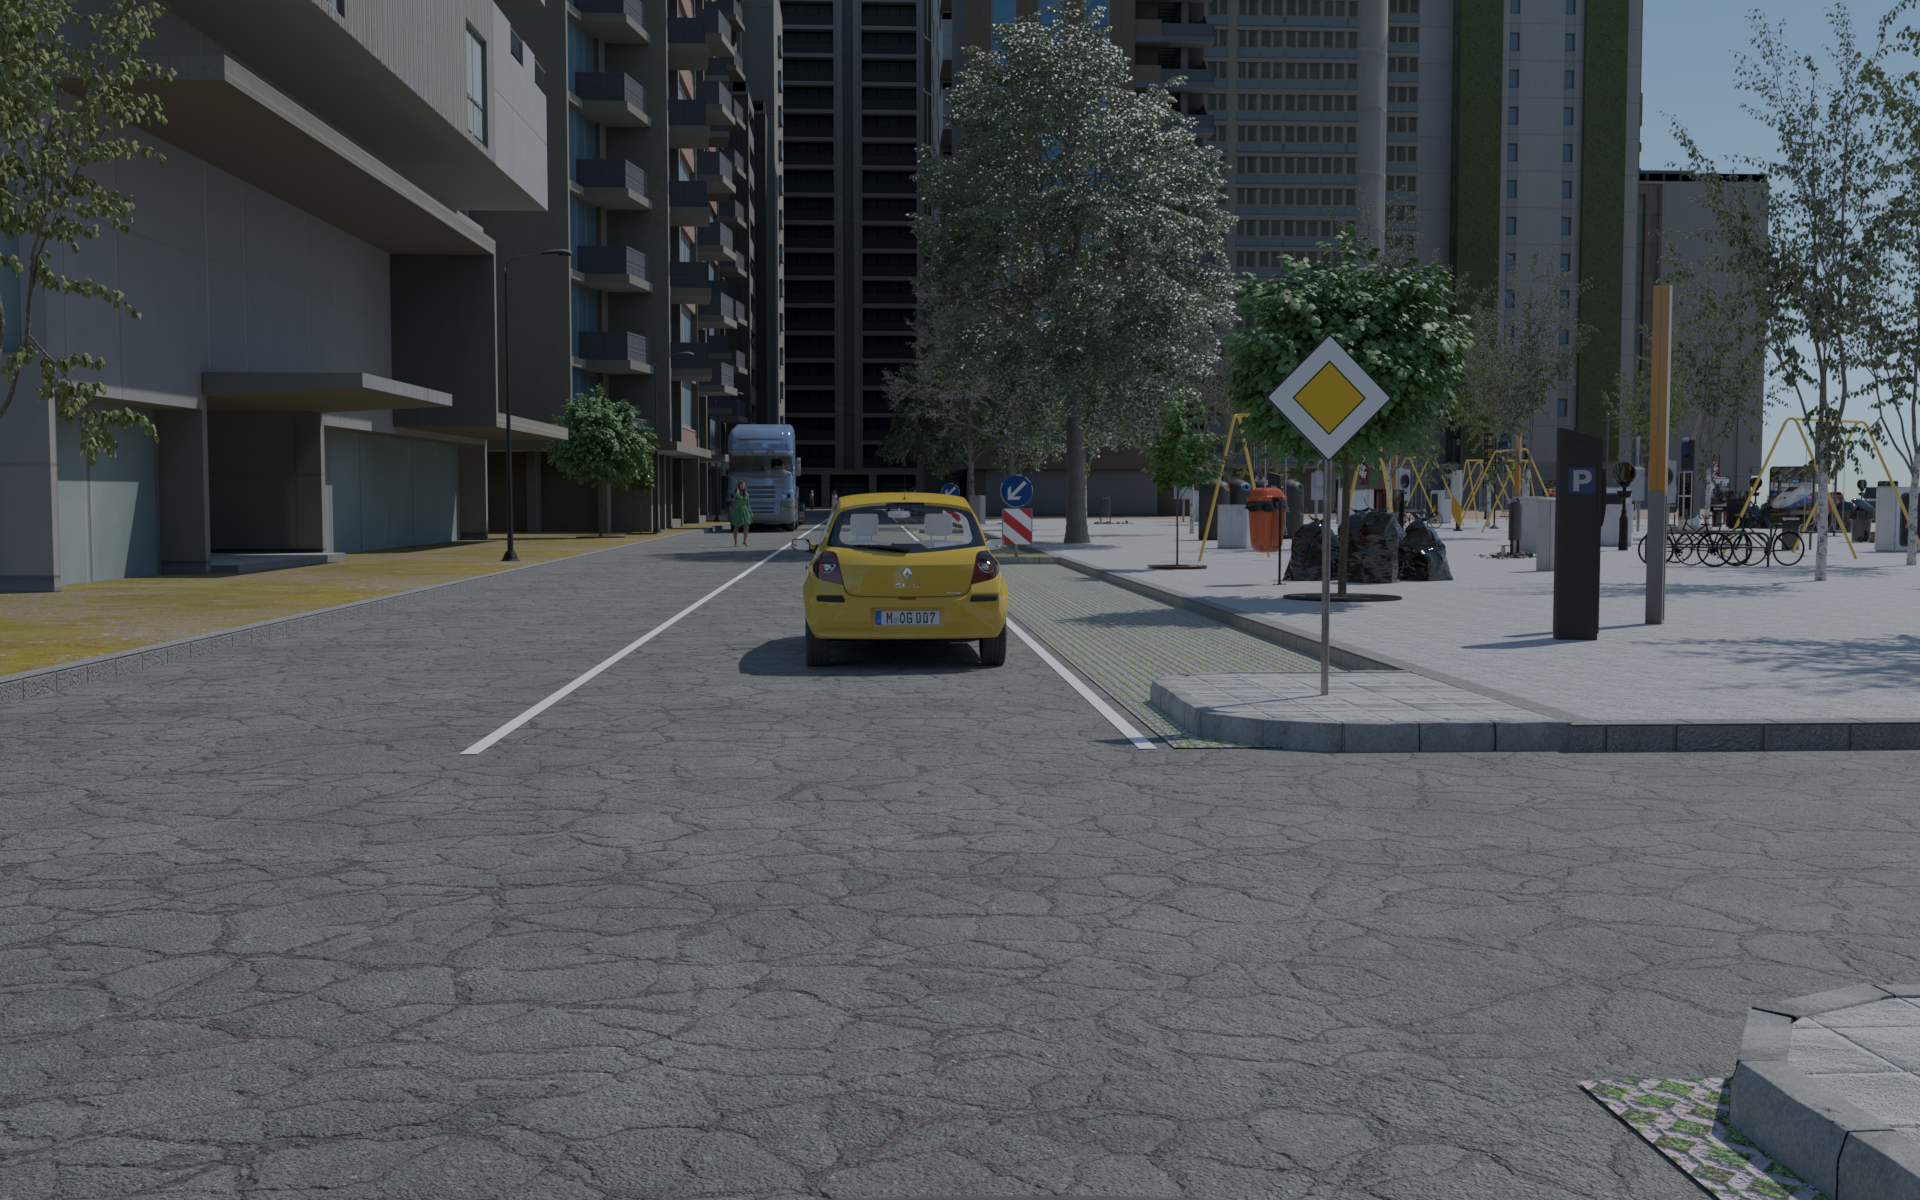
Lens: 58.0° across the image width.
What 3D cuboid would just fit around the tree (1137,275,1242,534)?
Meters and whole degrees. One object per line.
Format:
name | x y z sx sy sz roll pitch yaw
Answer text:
tree | 7.379 -6.443 55.713 4.360 8.622 3.978 0 3 0

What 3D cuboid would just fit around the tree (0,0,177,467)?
tree | -8.633 -3.946 14.884 4.737 8.622 4.395 0 3 0

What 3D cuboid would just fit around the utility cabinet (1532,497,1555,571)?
utility cabinet | 10.119 -1.096 29.075 1.020 1.237 0.306 -2 4 -34

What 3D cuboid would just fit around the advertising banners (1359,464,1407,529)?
advertising banners | 12.201 -3.305 50.227 0.090 3.025 2.074 -2 4 -29

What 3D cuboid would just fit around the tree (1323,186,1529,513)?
tree | 10.450 -5.568 41.392 4.360 8.622 3.978 0 3 0

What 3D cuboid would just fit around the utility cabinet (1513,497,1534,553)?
utility cabinet | 12.619 -1.633 37.865 1.020 1.237 0.306 1 4 17

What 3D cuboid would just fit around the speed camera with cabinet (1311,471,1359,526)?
speed camera with cabinet | 15.168 -4.601 69.554 2.038 3.252 0.660 1 4 17

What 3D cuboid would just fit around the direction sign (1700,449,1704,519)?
direction sign | 37.467 -5.854 87.717 0.379 3.537 0.876 0 4 5

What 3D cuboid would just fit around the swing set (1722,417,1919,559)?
swing set | 17.940 -2.351 36.052 3.119 2.851 2.862 -3 4 -36

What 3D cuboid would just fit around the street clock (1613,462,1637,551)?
street clock | 15.078 -2.126 39.326 0.471 2.002 0.358 2 4 30

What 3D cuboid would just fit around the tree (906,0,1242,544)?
tree | 3.075 -8.443 44.693 9.857 13.997 8.962 0 3 0

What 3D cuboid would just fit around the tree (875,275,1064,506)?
tree | 0.428 -10.412 87.247 9.611 12.733 9.660 0 3 0

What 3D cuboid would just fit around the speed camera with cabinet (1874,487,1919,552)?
speed camera with cabinet | 21.477 -2.710 38.650 2.038 3.252 0.660 -1 4 -18

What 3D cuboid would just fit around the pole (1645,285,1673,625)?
pole | 6.871 -1.418 17.027 0.158 3.312 0.155 0 3 0

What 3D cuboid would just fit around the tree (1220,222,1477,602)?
tree | 4.644 -2.284 21.056 4.285 4.588 4.351 0 3 0

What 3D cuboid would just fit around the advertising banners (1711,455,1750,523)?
advertising banners | 34.153 -4.935 76.876 0.090 3.025 2.074 -2 4 -29

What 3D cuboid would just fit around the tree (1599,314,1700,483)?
tree | 28.787 -7.417 71.636 4.737 8.622 4.395 0 3 0

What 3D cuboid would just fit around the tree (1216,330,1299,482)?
tree | 12.802 -7.565 74.049 4.737 8.622 4.395 0 3 0

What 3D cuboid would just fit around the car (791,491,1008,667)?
car | -0.550 -0.345 15.861 2.015 1.641 3.980 0 4 -4

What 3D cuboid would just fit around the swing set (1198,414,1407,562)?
swing set | 6.431 -2.174 33.170 3.119 2.851 2.862 3 4 38

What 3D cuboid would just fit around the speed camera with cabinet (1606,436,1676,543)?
speed camera with cabinet | 17.642 -3.120 45.354 2.038 3.252 0.660 1 4 21

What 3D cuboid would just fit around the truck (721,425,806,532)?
truck | -7.952 -5.082 72.845 2.967 4.110 18.799 0 4 -4

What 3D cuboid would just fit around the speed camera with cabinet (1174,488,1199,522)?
speed camera with cabinet | 10.830 -5.261 80.357 2.038 3.252 0.660 -3 4 -39

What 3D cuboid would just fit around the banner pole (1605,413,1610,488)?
banner pole | 20.121 -3.906 53.886 0.401 3.779 0.863 1 4 23

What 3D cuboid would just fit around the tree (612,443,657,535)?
tree | -10.098 -3.694 54.994 1.663 3.219 1.824 0 3 0

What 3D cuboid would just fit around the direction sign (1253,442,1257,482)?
direction sign | 10.399 -4.228 61.128 0.379 3.537 0.876 1 4 17

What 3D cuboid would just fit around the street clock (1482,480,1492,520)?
street clock | 26.432 -5.035 86.884 0.358 2.002 0.471 -1 4 -18

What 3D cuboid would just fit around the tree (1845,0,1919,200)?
tree | 10.568 -3.993 15.641 4.737 8.622 4.395 0 3 0

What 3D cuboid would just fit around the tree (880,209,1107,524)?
tree | 2.210 -9.972 73.411 12.009 13.543 11.850 0 3 0

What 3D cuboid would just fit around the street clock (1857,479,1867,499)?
street clock | 44.628 -4.964 85.729 0.471 2.002 0.358 -2 4 -26

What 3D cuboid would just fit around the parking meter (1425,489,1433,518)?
parking meter | 23.359 -4.760 86.230 0.372 1.533 0.369 0 3 0

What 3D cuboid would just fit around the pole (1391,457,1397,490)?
pole | 13.091 -3.572 52.238 0.158 3.312 0.155 0 3 0

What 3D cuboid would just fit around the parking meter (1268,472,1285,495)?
parking meter | 8.301 -2.433 45.491 0.399 1.863 0.255 2 4 34

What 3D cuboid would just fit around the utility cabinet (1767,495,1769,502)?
utility cabinet | 41.001 -4.624 86.760 1.020 1.237 0.306 0 4 8

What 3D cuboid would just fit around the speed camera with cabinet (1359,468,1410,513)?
speed camera with cabinet | 15.068 -4.082 61.077 2.038 3.252 0.660 -3 5 -41

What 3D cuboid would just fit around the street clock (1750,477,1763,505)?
street clock | 33.946 -4.241 73.903 0.471 2.002 0.358 -1 4 -12

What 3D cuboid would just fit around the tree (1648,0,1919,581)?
tree | 12.506 -4.589 25.395 4.360 8.622 3.978 0 3 0

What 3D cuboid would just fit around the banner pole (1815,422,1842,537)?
banner pole | 26.217 -3.810 52.316 0.401 3.779 0.863 -3 5 -45

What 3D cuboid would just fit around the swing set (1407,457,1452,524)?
swing set | 18.998 -4.522 71.554 2.862 2.851 3.119 0 4 -5

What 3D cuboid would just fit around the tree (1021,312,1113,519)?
tree | 4.350 -6.911 63.359 4.737 8.622 4.395 0 3 0

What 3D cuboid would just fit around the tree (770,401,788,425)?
tree | -15.270 -11.194 133.379 4.360 8.622 3.978 0 3 0

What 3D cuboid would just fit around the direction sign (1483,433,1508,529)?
direction sign | 19.745 -4.399 63.913 0.876 3.537 0.379 0 3 0

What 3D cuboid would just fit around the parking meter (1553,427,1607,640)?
parking meter | 5.464 -0.585 15.270 0.399 1.863 0.255 1 4 10

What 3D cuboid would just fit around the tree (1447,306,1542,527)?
tree | 20.517 -7.134 67.009 4.737 8.622 4.395 0 3 0

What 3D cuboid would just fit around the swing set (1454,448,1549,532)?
swing set | 19.217 -3.839 60.388 2.862 2.851 3.119 0 4 -1

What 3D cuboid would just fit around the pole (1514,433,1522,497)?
pole | 18.639 -3.917 57.892 0.158 3.312 0.155 0 3 0

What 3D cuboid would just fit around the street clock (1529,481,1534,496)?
street clock | 28.162 -4.971 85.840 0.358 2.002 0.471 -2 4 -35

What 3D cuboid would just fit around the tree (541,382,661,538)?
tree | -10.537 -4.105 50.826 4.285 4.588 4.351 0 3 0

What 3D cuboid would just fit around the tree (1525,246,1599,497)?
tree | 16.648 -6.178 51.374 4.360 8.622 3.978 0 3 0

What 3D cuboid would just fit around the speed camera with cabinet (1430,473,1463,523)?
speed camera with cabinet | 21.363 -4.997 76.044 0.660 3.252 2.038 -1 4 -10

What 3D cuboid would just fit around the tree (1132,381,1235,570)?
tree | 3.741 -2.145 29.665 1.663 3.219 1.824 0 3 0

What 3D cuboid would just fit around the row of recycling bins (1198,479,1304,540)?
row of recycling bins | 8.216 -2.563 49.013 3.534 1.692 1.069 -2 4 -31
